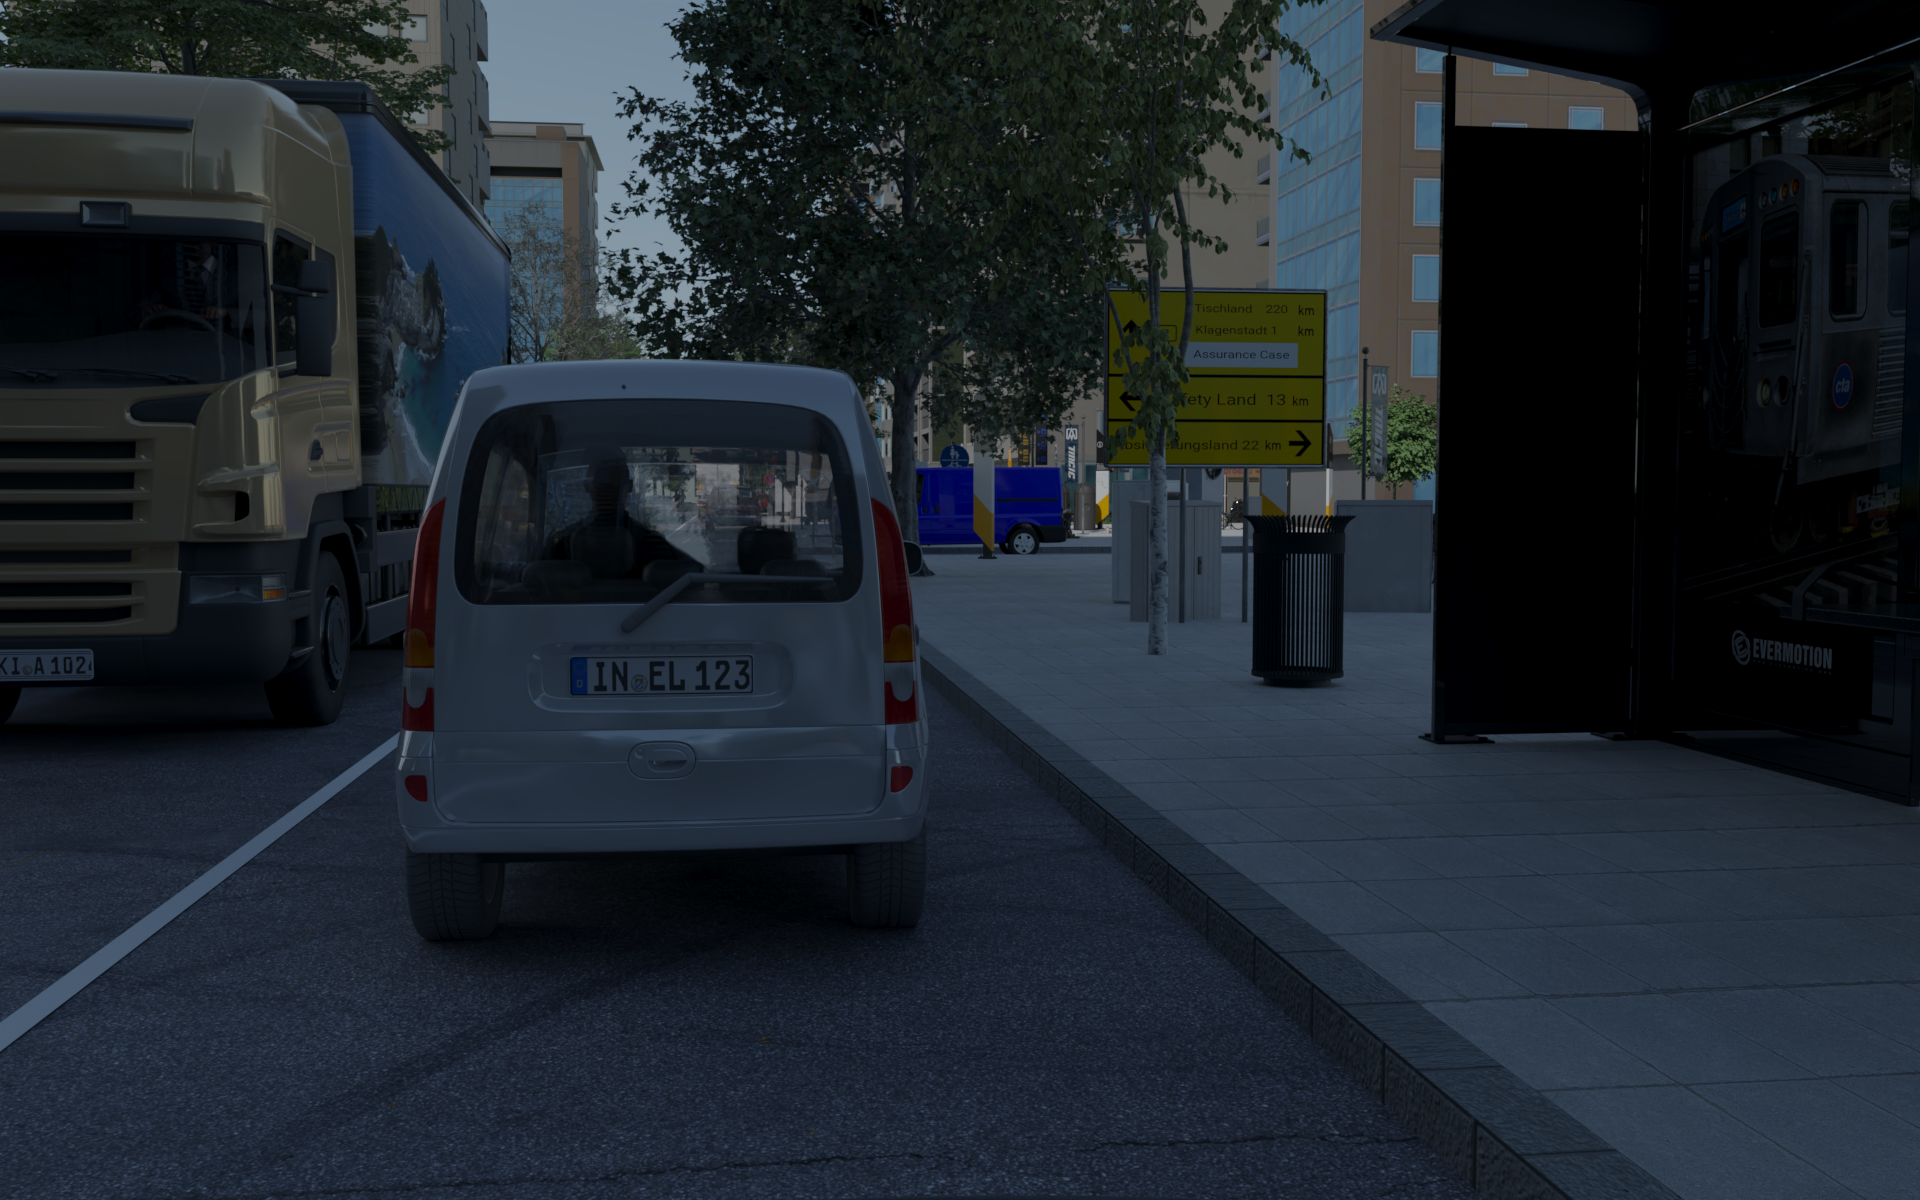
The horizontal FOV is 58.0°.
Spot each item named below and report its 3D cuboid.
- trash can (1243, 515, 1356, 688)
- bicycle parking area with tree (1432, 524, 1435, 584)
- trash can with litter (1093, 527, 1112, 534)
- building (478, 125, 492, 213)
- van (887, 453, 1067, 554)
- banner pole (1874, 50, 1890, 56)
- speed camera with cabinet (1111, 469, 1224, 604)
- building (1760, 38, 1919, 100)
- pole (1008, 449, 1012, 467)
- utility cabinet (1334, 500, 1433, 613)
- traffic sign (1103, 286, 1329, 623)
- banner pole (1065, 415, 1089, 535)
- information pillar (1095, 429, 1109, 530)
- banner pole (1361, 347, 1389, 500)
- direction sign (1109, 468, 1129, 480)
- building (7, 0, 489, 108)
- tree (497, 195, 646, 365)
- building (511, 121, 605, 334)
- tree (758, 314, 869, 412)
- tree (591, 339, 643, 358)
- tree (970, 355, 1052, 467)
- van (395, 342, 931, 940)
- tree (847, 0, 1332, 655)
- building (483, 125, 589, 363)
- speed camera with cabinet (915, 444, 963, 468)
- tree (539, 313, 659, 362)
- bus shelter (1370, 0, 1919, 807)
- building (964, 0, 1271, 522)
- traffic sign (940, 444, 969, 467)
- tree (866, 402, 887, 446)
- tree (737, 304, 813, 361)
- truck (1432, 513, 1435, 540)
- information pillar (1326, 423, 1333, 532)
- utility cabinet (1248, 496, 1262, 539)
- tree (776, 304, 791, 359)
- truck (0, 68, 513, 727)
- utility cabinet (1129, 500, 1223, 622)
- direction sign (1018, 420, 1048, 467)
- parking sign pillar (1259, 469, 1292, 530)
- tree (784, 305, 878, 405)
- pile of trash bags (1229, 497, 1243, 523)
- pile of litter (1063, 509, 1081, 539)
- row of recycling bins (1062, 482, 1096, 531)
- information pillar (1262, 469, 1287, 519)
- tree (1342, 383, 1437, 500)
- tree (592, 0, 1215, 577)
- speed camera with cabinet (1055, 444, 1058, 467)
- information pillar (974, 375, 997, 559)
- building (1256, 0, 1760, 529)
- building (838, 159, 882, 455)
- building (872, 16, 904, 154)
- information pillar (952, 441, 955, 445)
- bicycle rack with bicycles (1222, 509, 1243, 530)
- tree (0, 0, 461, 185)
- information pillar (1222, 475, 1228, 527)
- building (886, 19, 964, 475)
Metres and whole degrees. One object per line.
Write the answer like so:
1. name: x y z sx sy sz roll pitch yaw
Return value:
1. trash can: 2.274 0.000 11.649 0.748 1.137 0.748 0 3 0
2. bicycle parking area with tree: 10.132 -2.221 23.322 8.231 4.147 9.016 0 4 7
3. trash can with litter: 5.541 -2.737 55.805 2.233 1.210 1.678 2 4 35
4. building: -54.774 -28.078 150.952 32.217 40.220 23.993 0 4 -8
5. van: -0.302 -2.111 38.891 5.245 2.365 2.240 0 4 -6
6. banner pole: 4.786 -1.161 8.997 0.401 3.779 0.863 3 4 39
7. speed camera with cabinet: 2.537 -1.624 20.892 0.660 3.252 2.038 2 4 32
8. building: 42.126 -25.496 66.964 14.200 45.320 14.600 0 4 -8
9. pole: 2.264 -5.181 78.559 0.158 3.312 0.155 0 3 0
10. utility cabinet: 4.600 -0.471 18.868 1.020 1.237 0.306 0 4 7
11. traffic sign: 2.529 -1.425 17.170 2.265 3.308 0.079 0 4 -7
12. banner pole: 3.690 -3.970 54.934 0.863 3.779 0.401 -1 4 -16
13. information pillar: 5.117 -4.337 62.270 0.504 3.616 0.183 2 4 25
14. banner pole: 7.073 -2.426 29.684 0.863 3.779 0.401 -3 4 -38
15. direction sign: 5.703 -4.335 62.882 0.876 3.537 0.379 1 4 9
16. building: -49.207 -32.790 125.359 28.713 52.752 27.495 0 4 -8
17. tree: -17.439 -9.899 72.226 12.009 13.543 11.850 0 3 0
18. building: -66.046 -40.295 248.063 28.713 52.752 27.495 0 4 -8
19. tree: -7.959 -9.235 85.407 7.601 10.594 8.767 -1 4 -18
20. tree: -25.550 -13.850 133.101 9.857 13.997 8.962 0 3 0
21. tree: 2.400 -7.047 65.578 4.360 8.622 3.978 0 3 0
22. van: -1.098 0.001 7.003 2.013 2.044 4.112 0 4 -7
23. tree: 1.352 -3.866 13.564 4.737 8.622 4.395 0 3 0
24. building: -53.386 -34.498 214.157 14.600 45.320 14.200 0 4 -8
25. speed camera with cabinet: -0.828 -3.154 45.912 0.660 3.252 2.038 -3 5 -40
26. tree: -20.582 -10.509 97.582 9.928 11.665 9.643 0 3 0
27. bus shelter: 3.340 -0.896 5.925 1.731 3.624 6.357 0 4 -8
28. building: 12.174 -28.463 89.070 21.300 48.544 21.600 0 4 -8
29. traffic sign: -0.141 -2.713 44.464 0.768 2.556 0.104 0 3 0
30. tree: -3.754 -4.129 51.222 4.285 4.588 4.351 0 3 0
31. tree: -11.546 -12.388 109.198 9.857 13.997 8.962 0 3 0
32. truck: 18.967 -3.178 41.718 18.799 4.110 2.967 0 4 -8
33. information pillar: 12.161 -4.015 57.007 0.183 3.616 0.504 2 4 26
34. utility cabinet: 8.637 -2.328 49.232 0.306 1.237 1.020 -2 4 -34
35. tree: -17.948 -18.719 161.944 12.611 20.169 13.585 0 3 0
36. truck: -5.509 -1.530 13.934 2.839 4.237 11.283 0 4 -8
37. utility cabinet: 2.213 -0.398 17.675 1.020 1.237 0.306 -2 4 -35
38. direction sign: 1.974 -3.368 47.056 0.876 3.537 0.379 2 4 28
39. parking sign pillar: 11.341 -4.514 62.271 1.447 3.967 1.447 -3 5 -42
40. tree: -4.724 -6.540 57.288 4.360 8.622 3.978 0 3 0
41. pile of trash bags: 11.291 -4.150 77.606 3.447 1.369 1.912 1 4 22
42. pile of litter: 2.852 -2.222 50.301 1.176 0.858 1.719 -1 4 -14
43. row of recycling bins: 3.171 -3.333 61.601 3.534 1.692 1.069 2 4 26
44. information pillar: 6.114 -2.583 33.580 0.504 3.616 0.183 1 4 15
45. tree: 12.962 -4.134 51.310 4.285 4.588 4.351 0 3 0
46. tree: -0.859 -6.716 26.817 9.611 12.733 9.660 0 3 0
47. speed camera with cabinet: 3.445 -4.595 69.470 0.660 3.252 2.038 -1 4 -17
48. information pillar: 0.483 -2.620 34.187 0.504 3.616 0.183 3 5 41
49. building: 20.065 -25.337 64.378 14.200 45.320 14.600 0 4 -8
50. building: -8.824 -35.208 225.753 14.600 45.320 14.200 0 4 -8
51. building: 2.938 -33.606 169.059 23.786 49.044 30.456 0 4 -8
52. information pillar: -0.141 -5.162 75.758 0.504 3.616 0.183 0 4 -4
53. bicycle rack with bicycles: 8.921 -3.007 62.545 2.925 0.926 2.852 1 4 18
54. tree: -10.933 -6.514 24.628 7.486 12.596 7.792 0 3 0
55. information pillar: 10.348 -3.895 68.182 0.304 2.012 0.304 2 4 27
56. building: 4.895 -43.067 142.405 20.563 71.187 20.611 0 4 -8
